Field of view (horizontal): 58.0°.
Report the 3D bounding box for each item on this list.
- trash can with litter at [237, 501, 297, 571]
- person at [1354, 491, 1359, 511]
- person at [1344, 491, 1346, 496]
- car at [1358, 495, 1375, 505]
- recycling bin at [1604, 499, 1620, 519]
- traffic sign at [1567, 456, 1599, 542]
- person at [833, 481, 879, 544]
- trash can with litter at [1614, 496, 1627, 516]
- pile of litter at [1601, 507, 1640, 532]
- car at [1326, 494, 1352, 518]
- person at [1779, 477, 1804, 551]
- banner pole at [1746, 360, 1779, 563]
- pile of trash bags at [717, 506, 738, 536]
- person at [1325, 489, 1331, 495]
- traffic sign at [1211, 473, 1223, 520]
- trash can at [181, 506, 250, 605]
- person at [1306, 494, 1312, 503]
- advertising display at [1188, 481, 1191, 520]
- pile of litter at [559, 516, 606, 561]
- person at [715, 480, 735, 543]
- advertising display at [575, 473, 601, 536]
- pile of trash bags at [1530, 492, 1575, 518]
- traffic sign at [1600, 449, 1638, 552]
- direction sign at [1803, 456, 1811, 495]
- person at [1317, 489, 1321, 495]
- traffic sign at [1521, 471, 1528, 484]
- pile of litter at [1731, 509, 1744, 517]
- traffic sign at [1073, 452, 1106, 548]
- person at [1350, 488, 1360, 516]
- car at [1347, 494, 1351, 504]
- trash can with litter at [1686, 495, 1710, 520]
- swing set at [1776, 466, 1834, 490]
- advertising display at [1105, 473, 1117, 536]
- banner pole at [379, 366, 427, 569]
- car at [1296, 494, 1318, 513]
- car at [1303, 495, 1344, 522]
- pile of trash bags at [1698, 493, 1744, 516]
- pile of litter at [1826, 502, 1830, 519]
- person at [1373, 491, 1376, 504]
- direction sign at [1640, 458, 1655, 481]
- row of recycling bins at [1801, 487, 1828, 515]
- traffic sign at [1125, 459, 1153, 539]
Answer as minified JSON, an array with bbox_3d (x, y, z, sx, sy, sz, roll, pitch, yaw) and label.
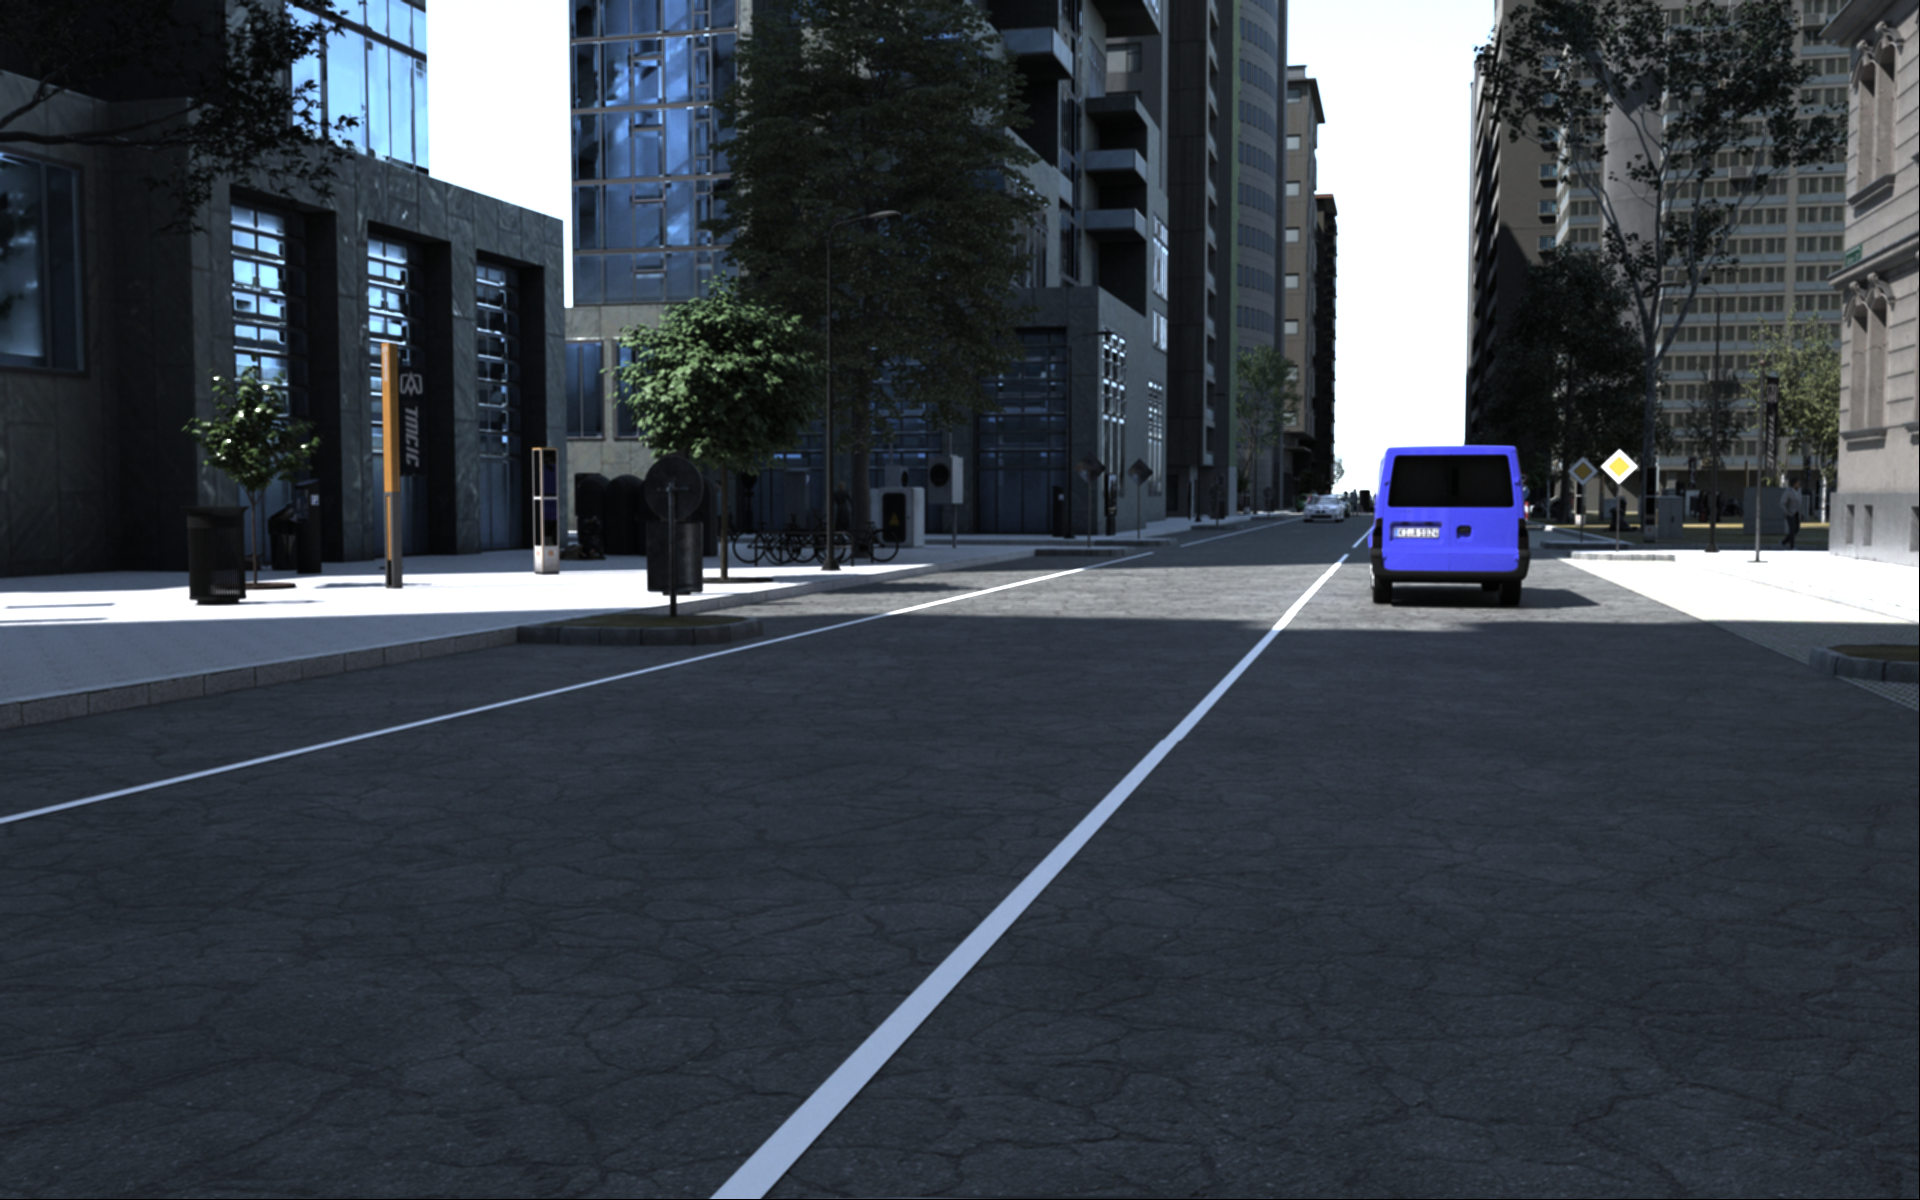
[{"bbox_3d":[-11.589,-1.082,29.080,1.055,1.170,0.624,-1,4,-18],"label":"trash can with litter"},{"bbox_3d":[34.392,-8.690,150.586,0.705,1.823,1.348,0,4,-6],"label":"person"},{"bbox_3d":[41.967,-11.022,188.792,0.705,1.814,1.350,0,4,2],"label":"person"},{"bbox_3d":[52.399,-12.898,223.240,2.083,1.381,4.827,1,4,14],"label":"car"},{"bbox_3d":[33.403,-4.665,88.831,0.722,1.027,0.722,2,4,29],"label":"recycling bin"},{"bbox_3d":[16.532,-2.592,46.018,0.795,2.450,0.064,1,4,14],"label":"traffic sign"},{"bbox_3d":[-2.984,-2.462,48.970,1.509,1.804,0.699,1,4,20],"label":"person"},{"bbox_3d":[40.192,-5.795,106.138,1.055,1.170,0.624,-2,4,-30],"label":"trash can with litter"},{"bbox_3d":[22.882,-2.803,59.787,1.176,0.858,1.719,0,4,-2],"label":"pile of litter"},{"bbox_3d":[23.097,-5.809,106.778,2.131,1.459,4.920,1,4,15],"label":"car"},{"bbox_3d":[20.392,-2.092,42.557,0.661,1.843,0.795,-1,4,-21],"label":"person"},{"bbox_3d":[15.143,-2.600,32.525,0.863,3.779,0.401,-3,4,-38],"label":"banner pole"},{"bbox_3d":[-8.497,-2.672,53.447,3.447,1.369,1.912,2,4,34],"label":"pile of trash bags"},{"bbox_3d":[26.728,-7.177,125.857,1.348,1.822,0.705,-1,4,-15],"label":"person"},{"bbox_3d":[12.746,-5.119,85.828,0.606,2.300,0.079,2,4,24],"label":"traffic sign"},{"bbox_3d":[-8.660,-0.522,20.184,0.748,1.137,0.748,0,3,0],"label":"trash can"},{"bbox_3d":[25.652,-7.070,127.315,0.599,1.433,0.991,2,4,35],"label":"person"},{"bbox_3d":[11.496,-4.990,86.793,0.123,1.923,0.974,0,4,5],"label":"advertising display"},{"bbox_3d":[-7.506,-1.230,34.079,1.176,0.858,1.719,0,4,2],"label":"pile of litter"},{"bbox_3d":[-6.647,-2.468,48.864,0.620,1.820,0.660,-2,4,-33],"label":"person"},{"bbox_3d":[-11.440,-2.943,53.330,0.123,1.923,0.974,3,4,37],"label":"advertising display"},{"bbox_3d":[32.487,-5.161,94.136,1.912,1.369,3.447,3,5,43],"label":"pile of trash bags"},{"bbox_3d":[14.548,-2.119,38.283,0.795,2.450,0.064,1,4,14],"label":"traffic sign"},{"bbox_3d":[49.856,-6.729,102.017,0.876,3.537,0.379,-3,5,-39],"label":"direction sign"},{"bbox_3d":[28.454,-7.847,136.939,0.705,1.807,1.348,2,4,33],"label":"person"},{"bbox_3d":[31.208,-5.892,96.434,0.768,2.556,0.104,1,4,17],"label":"traffic sign"},{"bbox_3d":[43.741,-5.019,96.031,1.176,0.858,1.719,-3,5,-43],"label":"pile of litter"},{"bbox_3d":[3.079,-2.299,41.234,0.795,2.450,0.064,1,4,14],"label":"traffic sign"},{"bbox_3d":[26.162,-6.494,114.775,0.635,1.810,0.391,3,4,36],"label":"person"},{"bbox_3d":[51.799,-13.505,230.589,2.009,1.686,4.222,1,4,15],"label":"car"},{"bbox_3d":[40.912,-5.283,97.433,2.233,1.210,1.678,-2,4,-31],"label":"trash can with litter"},{"bbox_3d":[47.467,-6.114,97.588,3.119,2.851,2.862,2,4,32],"label":"swing set"},{"bbox_3d":[4.642,-2.944,53.353,0.123,1.923,0.974,1,4,20],"label":"advertising display"},{"bbox_3d":[-9.571,-2.431,29.767,0.863,3.779,0.401,-2,4,-25],"label":"banner pole"},{"bbox_3d":[26.781,-7.597,133.001,1.959,1.807,4.718,1,4,12],"label":"car"},{"bbox_3d":[18.758,-4.699,89.185,2.083,1.381,4.827,1,4,16],"label":"car"},{"bbox_3d":[43.931,-5.530,100.175,3.447,1.369,1.912,-2,4,-29],"label":"pile of trash bags"},{"bbox_3d":[45.591,-4.683,90.527,1.719,0.858,1.176,-1,4,-22],"label":"pile of litter"},{"bbox_3d":[59.350,-14.644,248.026,0.705,1.812,1.348,1,4,18],"label":"person"},{"bbox_3d":[41.907,-6.949,105.620,0.876,3.537,0.379,2,4,31],"label":"direction sign"},{"bbox_3d":[52.406,-5.943,104.288,3.534,1.692,1.069,2,4,28],"label":"row of recycling bins"},{"bbox_3d":[5.063,-2.772,48.970,0.795,2.450,0.064,1,4,14],"label":"traffic sign"}]
